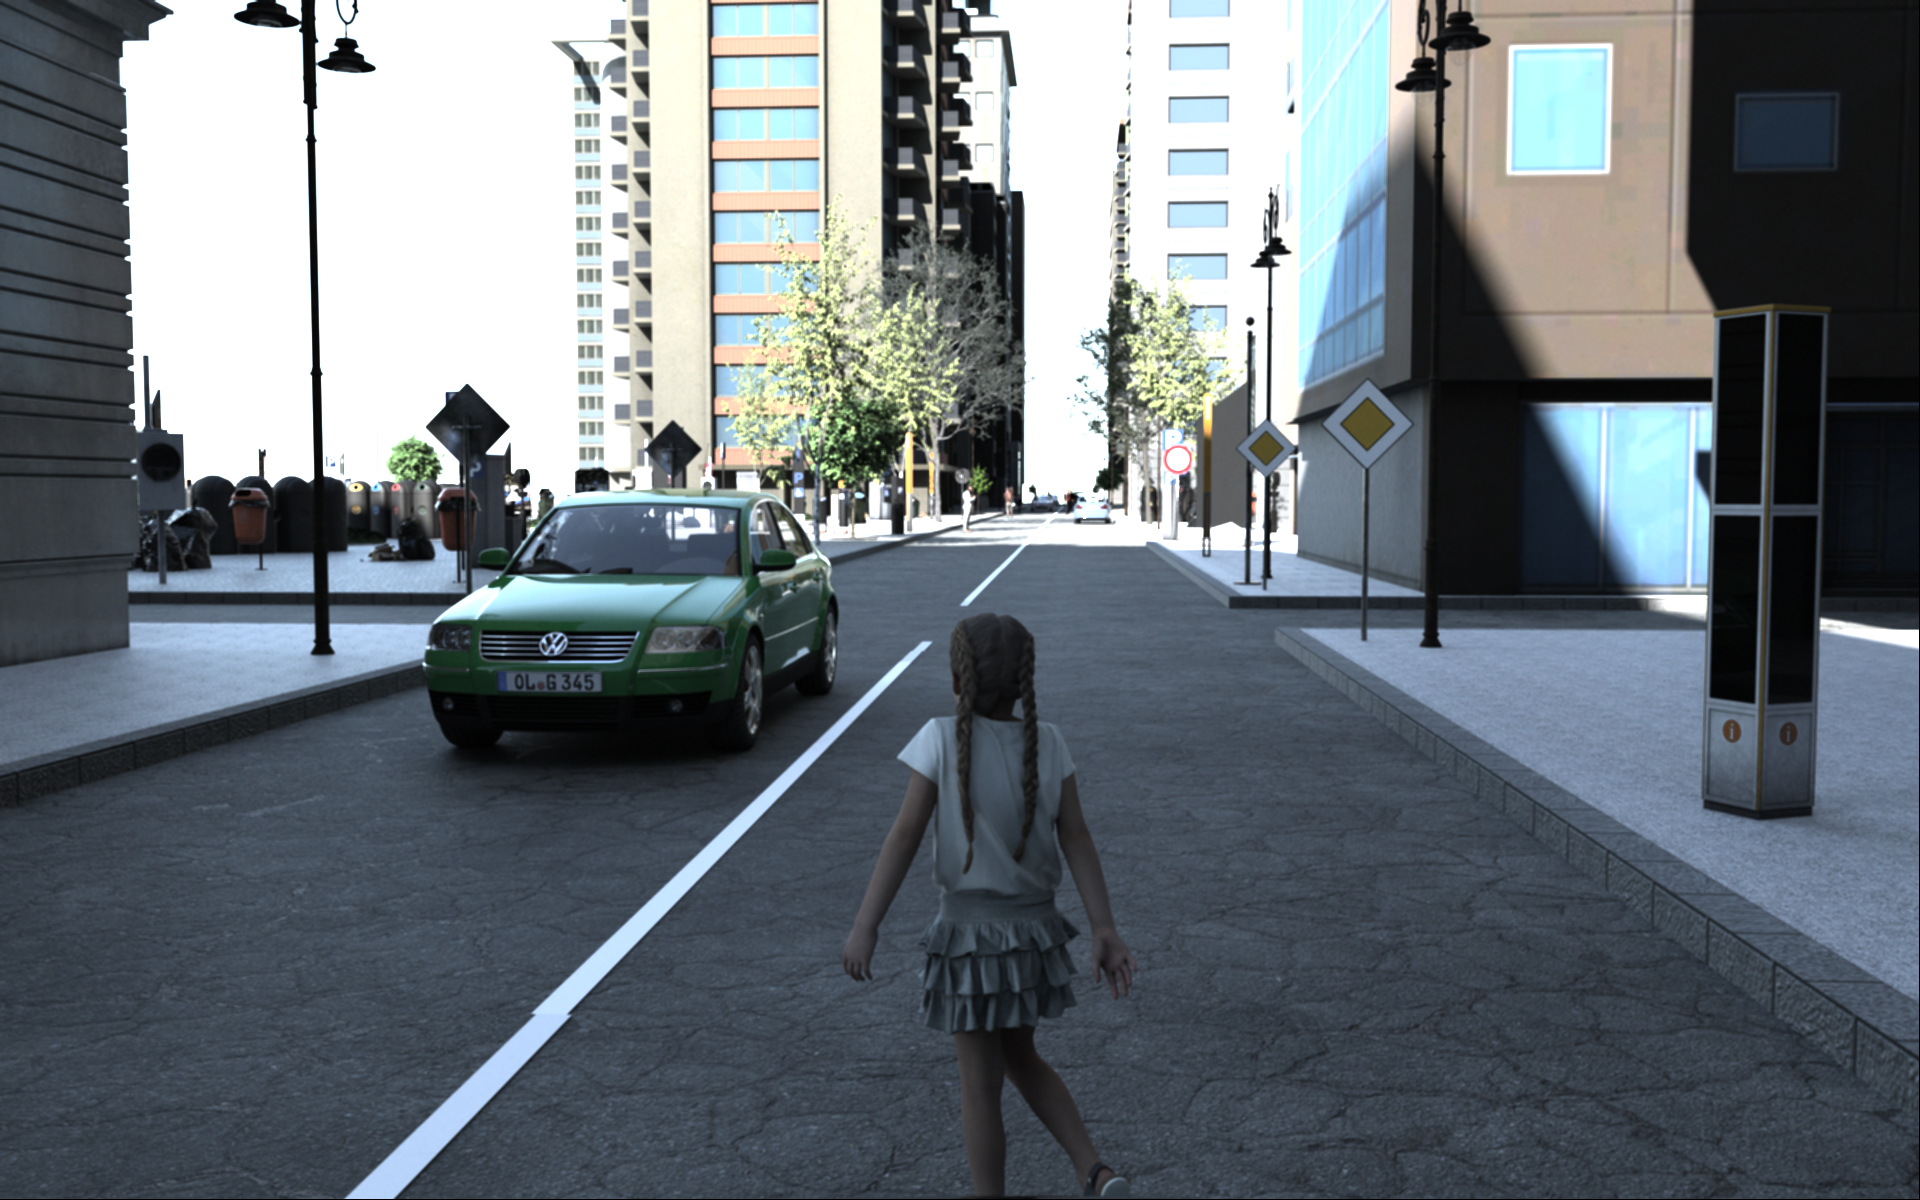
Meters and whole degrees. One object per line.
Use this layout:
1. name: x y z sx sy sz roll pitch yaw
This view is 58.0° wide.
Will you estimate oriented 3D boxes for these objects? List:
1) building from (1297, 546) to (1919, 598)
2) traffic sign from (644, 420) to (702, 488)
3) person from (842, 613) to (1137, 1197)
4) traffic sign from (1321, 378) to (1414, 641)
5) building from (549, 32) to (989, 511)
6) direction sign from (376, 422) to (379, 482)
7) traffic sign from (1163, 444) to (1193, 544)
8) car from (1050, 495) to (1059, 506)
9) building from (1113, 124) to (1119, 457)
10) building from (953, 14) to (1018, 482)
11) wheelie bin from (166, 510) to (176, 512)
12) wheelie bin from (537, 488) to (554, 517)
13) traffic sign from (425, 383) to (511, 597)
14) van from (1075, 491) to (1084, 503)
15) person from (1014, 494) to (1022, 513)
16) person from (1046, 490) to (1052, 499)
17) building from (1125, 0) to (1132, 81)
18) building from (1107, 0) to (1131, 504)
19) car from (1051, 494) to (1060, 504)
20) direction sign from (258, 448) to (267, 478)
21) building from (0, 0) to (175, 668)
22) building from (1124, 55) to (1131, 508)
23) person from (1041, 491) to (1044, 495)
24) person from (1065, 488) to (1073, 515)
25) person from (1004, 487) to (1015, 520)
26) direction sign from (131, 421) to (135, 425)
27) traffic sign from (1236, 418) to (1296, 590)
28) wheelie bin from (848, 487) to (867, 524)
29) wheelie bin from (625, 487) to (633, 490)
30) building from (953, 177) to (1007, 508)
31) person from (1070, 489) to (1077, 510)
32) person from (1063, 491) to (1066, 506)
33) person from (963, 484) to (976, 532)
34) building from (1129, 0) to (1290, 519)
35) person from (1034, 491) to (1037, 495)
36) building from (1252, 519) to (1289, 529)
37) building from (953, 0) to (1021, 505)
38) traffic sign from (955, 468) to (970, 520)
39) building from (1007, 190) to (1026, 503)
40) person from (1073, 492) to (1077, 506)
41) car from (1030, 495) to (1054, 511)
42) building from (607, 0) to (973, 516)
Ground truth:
1. building: 13.109 -23.025 26.570 14.200 45.320 14.600 0 4 4
2. traffic sign: -3.910 -1.221 23.614 0.795 2.450 0.064 0 4 4
3. person: 0.051 0.633 3.161 0.505 1.210 0.382 -2 4 -24
4. traffic sign: 3.533 -0.701 15.096 0.795 2.450 0.064 0 4 4
5. building: -14.042 -27.443 140.582 32.217 40.220 23.993 0 4 4
6. direction sign: -18.545 -3.865 55.194 0.379 3.537 0.876 -1 4 -16
7. traffic sign: 5.590 -2.713 44.467 0.768 2.556 0.104 0 4 5
8. car: 11.393 -12.425 215.513 2.083 1.381 4.827 0 4 5
9. building: 28.857 -33.287 198.872 22.147 44.769 28.867 0 4 4
10. building: -8.205 -37.179 197.116 28.713 52.752 27.495 0 4 4
11. wheelie bin: -22.233 -2.487 48.566 0.693 1.594 0.980 0 4 -3
12. wheelie bin: -21.415 -4.998 89.626 0.693 1.594 0.980 2 4 35
13. traffic sign: -4.442 -0.734 15.647 0.795 2.450 0.064 0 4 4
14. van: 16.162 -13.962 235.283 2.013 2.044 4.112 0 4 3
15. person: 4.462 -7.437 133.320 0.697 1.427 0.421 2 4 26
16. person: 8.822 -10.100 173.262 0.705 1.869 1.348 3 5 43
17. building: 24.734 -29.837 142.455 22.147 44.769 28.867 0 4 4
18. building: 29.573 -47.983 222.765 20.563 71.187 20.611 0 4 4
19. car: 13.776 -14.906 255.505 2.131 1.459 4.920 0 4 2
20. direction sign: -34.416 -5.720 85.523 0.379 3.537 0.876 0 4 5
21. building: -17.012 -10.606 9.559 21.152 22.565 11.583 0 4 4
22. building: 22.709 -29.424 164.672 14.154 41.232 14.086 0 4 4
23. person: 9.693 -11.815 201.756 0.705 1.814 1.350 -1 4 -23
24. person: 7.509 -6.803 119.699 0.705 1.831 1.348 2 4 25
25. person: 2.714 -5.245 94.236 0.573 1.828 0.580 3 4 38
26. direction sign: -24.034 -3.552 50.068 0.379 3.537 0.876 0 3 0
27. traffic sign: 4.065 -1.188 23.063 0.795 2.450 0.064 0 4 4
28. wheelie bin: -4.437 -4.088 74.749 0.693 1.594 0.980 -3 5 -41
29. wheelie bin: -14.244 -4.133 75.479 0.980 1.594 0.693 -1 4 -21
30. building: -2.924 -23.768 160.307 14.160 30.474 14.107 0 4 4
31. person: 10.280 -9.298 160.153 1.348 1.869 0.705 3 4 36
32. person: 12.589 -12.207 208.108 0.705 1.821 1.348 1 4 13
33. person: 0.359 -3.473 65.463 0.466 1.800 0.511 0 4 8
34. building: 21.745 -34.948 113.400 21.231 58.520 28.212 0 4 4
35. person: 8.519 -11.354 194.812 0.551 1.740 0.621 2 4 25
36. building: 22.648 -32.566 74.458 21.231 58.520 28.212 0 4 4
37. building: -2.964 -55.810 225.170 22.319 86.520 31.000 0 4 4
38. traffic sign: 0.126 -5.232 85.648 0.768 2.556 0.104 0 4 5
39. building: 2.310 -36.610 248.685 14.600 45.320 14.200 0 4 4
40. person: 13.272 -11.812 202.349 1.217 1.736 0.721 -3 4 -38
41. car: 6.915 -8.207 146.546 2.083 1.381 4.827 0 4 3
42. building: -10.648 -28.076 113.660 22.147 44.769 28.867 0 4 4
